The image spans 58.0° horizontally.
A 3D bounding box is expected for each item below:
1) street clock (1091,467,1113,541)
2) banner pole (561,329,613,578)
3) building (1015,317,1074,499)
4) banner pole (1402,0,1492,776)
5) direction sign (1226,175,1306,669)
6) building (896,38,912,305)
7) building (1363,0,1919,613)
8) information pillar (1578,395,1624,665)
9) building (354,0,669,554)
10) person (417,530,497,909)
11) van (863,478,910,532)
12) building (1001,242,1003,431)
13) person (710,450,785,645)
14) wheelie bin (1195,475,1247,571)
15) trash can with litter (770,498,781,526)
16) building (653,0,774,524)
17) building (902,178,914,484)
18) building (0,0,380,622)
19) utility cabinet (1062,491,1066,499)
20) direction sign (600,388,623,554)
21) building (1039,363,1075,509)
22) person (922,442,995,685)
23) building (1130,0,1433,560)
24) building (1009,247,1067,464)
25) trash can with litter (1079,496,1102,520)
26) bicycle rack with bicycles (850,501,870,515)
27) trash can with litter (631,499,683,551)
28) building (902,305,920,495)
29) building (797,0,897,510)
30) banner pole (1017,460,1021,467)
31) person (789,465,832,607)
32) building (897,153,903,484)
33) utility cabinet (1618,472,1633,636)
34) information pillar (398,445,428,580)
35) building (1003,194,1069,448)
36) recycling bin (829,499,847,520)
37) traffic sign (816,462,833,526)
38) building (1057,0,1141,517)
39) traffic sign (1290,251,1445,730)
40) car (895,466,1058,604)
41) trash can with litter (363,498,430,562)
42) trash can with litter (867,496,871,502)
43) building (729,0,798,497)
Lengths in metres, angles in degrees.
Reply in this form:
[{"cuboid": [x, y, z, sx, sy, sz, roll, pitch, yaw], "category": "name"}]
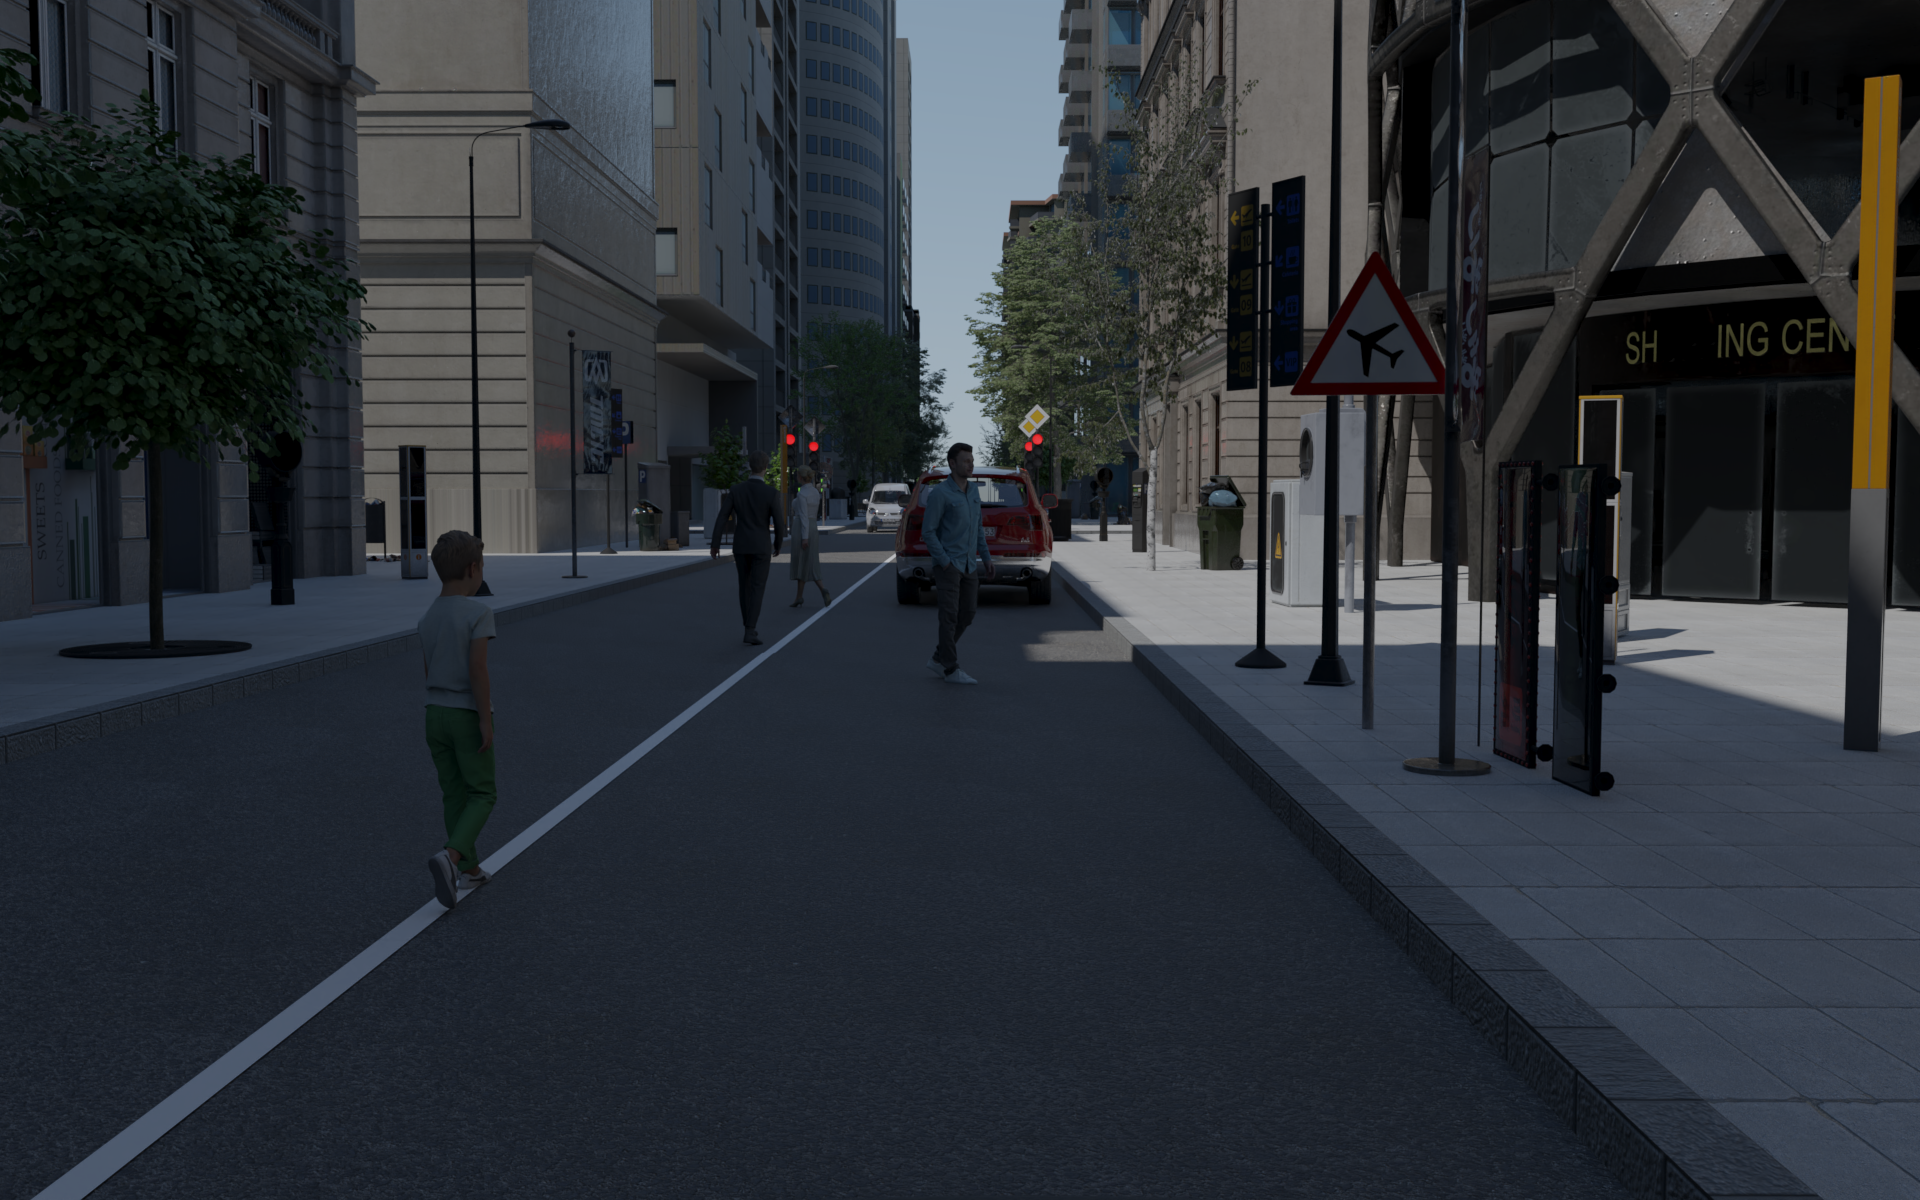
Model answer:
[{"cuboid": [3.891, -2.588, 46.892, 0.471, 2.002, 0.358, -1, 4, -16], "category": "street clock"}, {"cuboid": [-5.701, -2.233, 26.519, 0.863, 3.779, 0.401, -2, 4, -32], "category": "banner pole"}, {"cuboid": [19.980, -20.632, 182.376, 27.650, 21.520, 28.899, 0, 4, 0], "category": "building"}, {"cuboid": [2.208, -1.083, 7.722, 0.401, 3.779, 0.863, 1, 4, 14], "category": "banner pole"}, {"cuboid": [2.237, -1.271, 12.781, 0.379, 3.537, 0.876, -2, 4, -28], "category": "direction sign"}, {"cuboid": [-15.852, -51.320, 277.337, 20.563, 71.187, 20.611, 0, 4, 0], "category": "building"}, {"cuboid": [14.053, -9.578, 24.055, 16.820, 18.784, 16.811, 0, 4, 0], "category": "building"}, {"cuboid": [4.829, -0.526, 13.096, 0.304, 2.012, 0.304, 1, 4, 22], "category": "information pillar"}, {"cuboid": [-23.272, -12.886, 43.962, 30.059, 22.955, 16.112, 0, 4, 0], "category": "building"}, {"cuboid": [-1.779, 0.406, 6.117, 0.306, 1.304, 0.590, 0, 4, 4], "category": "person"}, {"cuboid": [-2.652, -3.606, 65.972, 2.013, 2.044, 4.112, 0, 4, 0], "category": "van"}, {"cuboid": [17.787, -38.366, 281.906, 22.147, 44.769, 28.867, 0, 4, 0], "category": "building"}, {"cuboid": [-1.982, -0.511, 16.625, 0.659, 1.850, 0.755, 1, 4, 11], "category": "person"}, {"cuboid": [4.392, -1.302, 29.203, 0.693, 1.594, 0.980, -1, 4, -22], "category": "wheelie bin"}, {"cuboid": [-7.462, -3.515, 68.525, 1.678, 1.210, 2.233, 1, 4, 16], "category": "trash can with litter"}, {"cuboid": [-22.953, -29.788, 76.269, 28.713, 52.752, 27.495, 0, 4, 0], "category": "building"}, {"cuboid": [-18.534, -37.810, 237.805, 23.786, 49.044, 30.456, 0, 4, 0], "category": "building"}, {"cuboid": [-15.489, -10.634, 15.674, 13.314, 21.916, 24.055, 0, 4, 0], "category": "building"}, {"cuboid": [8.409, -7.615, 133.186, 1.173, 1.500, 0.318, 0, 4, -3], "category": "utility cabinet"}, {"cuboid": [-7.532, -2.754, 37.031, 0.379, 3.537, 0.876, 2, 4, 34], "category": "direction sign"}, {"cuboid": [22.829, -28.280, 154.259, 32.217, 40.220, 23.993, 0, 4, 0], "category": "building"}, {"cuboid": [-0.061, -0.289, 13.249, 0.620, 1.820, 0.660, 2, 4, 35], "category": "person"}, {"cuboid": [9.834, -10.854, 42.096, 10.561, 19.102, 19.286, 0, 4, 0], "category": "building"}, {"cuboid": [13.315, -26.417, 203.623, 14.160, 30.474, 14.107, 0, 4, 0], "category": "building"}, {"cuboid": [6.530, -4.613, 86.804, 1.055, 1.170, 0.624, -1, 4, -12], "category": "trash can with litter"}, {"cuboid": [-6.471, -5.815, 108.459, 2.852, 0.926, 2.925, 1, 4, 11], "category": "bicycle rack with bicycles"}, {"cuboid": [-6.814, -1.687, 38.975, 1.055, 1.170, 0.624, -3, 5, -43], "category": "trash can with litter"}, {"cuboid": [-13.206, -29.900, 260.567, 14.160, 30.474, 14.107, 0, 4, 0], "category": "building"}, {"cuboid": [-17.681, -38.998, 179.610, 21.231, 58.520, 28.212, 0, 4, 0], "category": "building"}, {"cuboid": [3.008, -6.029, 88.594, 0.401, 3.779, 0.863, -1, 4, -17], "category": "banner pole"}, {"cuboid": [-1.890, -0.802, 21.845, 0.641, 1.798, 0.478, 3, 4, 38], "category": "person"}, {"cuboid": [-13.983, -31.690, 201.722, 14.154, 41.232, 14.086, 0, 4, 0], "category": "building"}, {"cuboid": [5.632, -0.401, 15.238, 0.318, 1.500, 1.173, 2, 4, 33], "category": "utility cabinet"}, {"cuboid": [-8.224, -1.319, 26.063, 0.304, 2.012, 0.304, -3, 5, -43], "category": "information pillar"}, {"cuboid": [18.041, -36.567, 252.488, 22.147, 44.769, 28.867, 0, 4, 0], "category": "building"}, {"cuboid": [-6.162, -4.588, 87.561, 0.722, 1.027, 0.722, 1, 4, 18], "category": "recycling bin"}, {"cuboid": [-5.414, -4.191, 68.625, 0.768, 2.556, 0.104, 0, 4, 6], "category": "traffic sign"}, {"cuboid": [17.587, -29.846, 107.590, 23.786, 49.044, 30.456, 0, 4, 0], "category": "building"}, {"cuboid": [2.226, -0.574, 9.386, 0.884, 2.594, 0.081, 0, 4, 4], "category": "traffic sign"}, {"cuboid": [0.234, -0.943, 24.084, 2.281, 1.827, 5.304, 0, 4, 2], "category": "car"}, {"cuboid": [-10.864, -1.339, 32.955, 2.233, 1.210, 1.678, 0, 4, 8], "category": "trash can with litter"}, {"cuboid": [-6.797, -7.712, 137.471, 1.055, 1.170, 0.624, -1, 4, -18], "category": "trash can with litter"}, {"cuboid": [-18.859, -41.133, 110.773, 20.563, 71.187, 20.611, 0, 4, 0], "category": "building"}]
